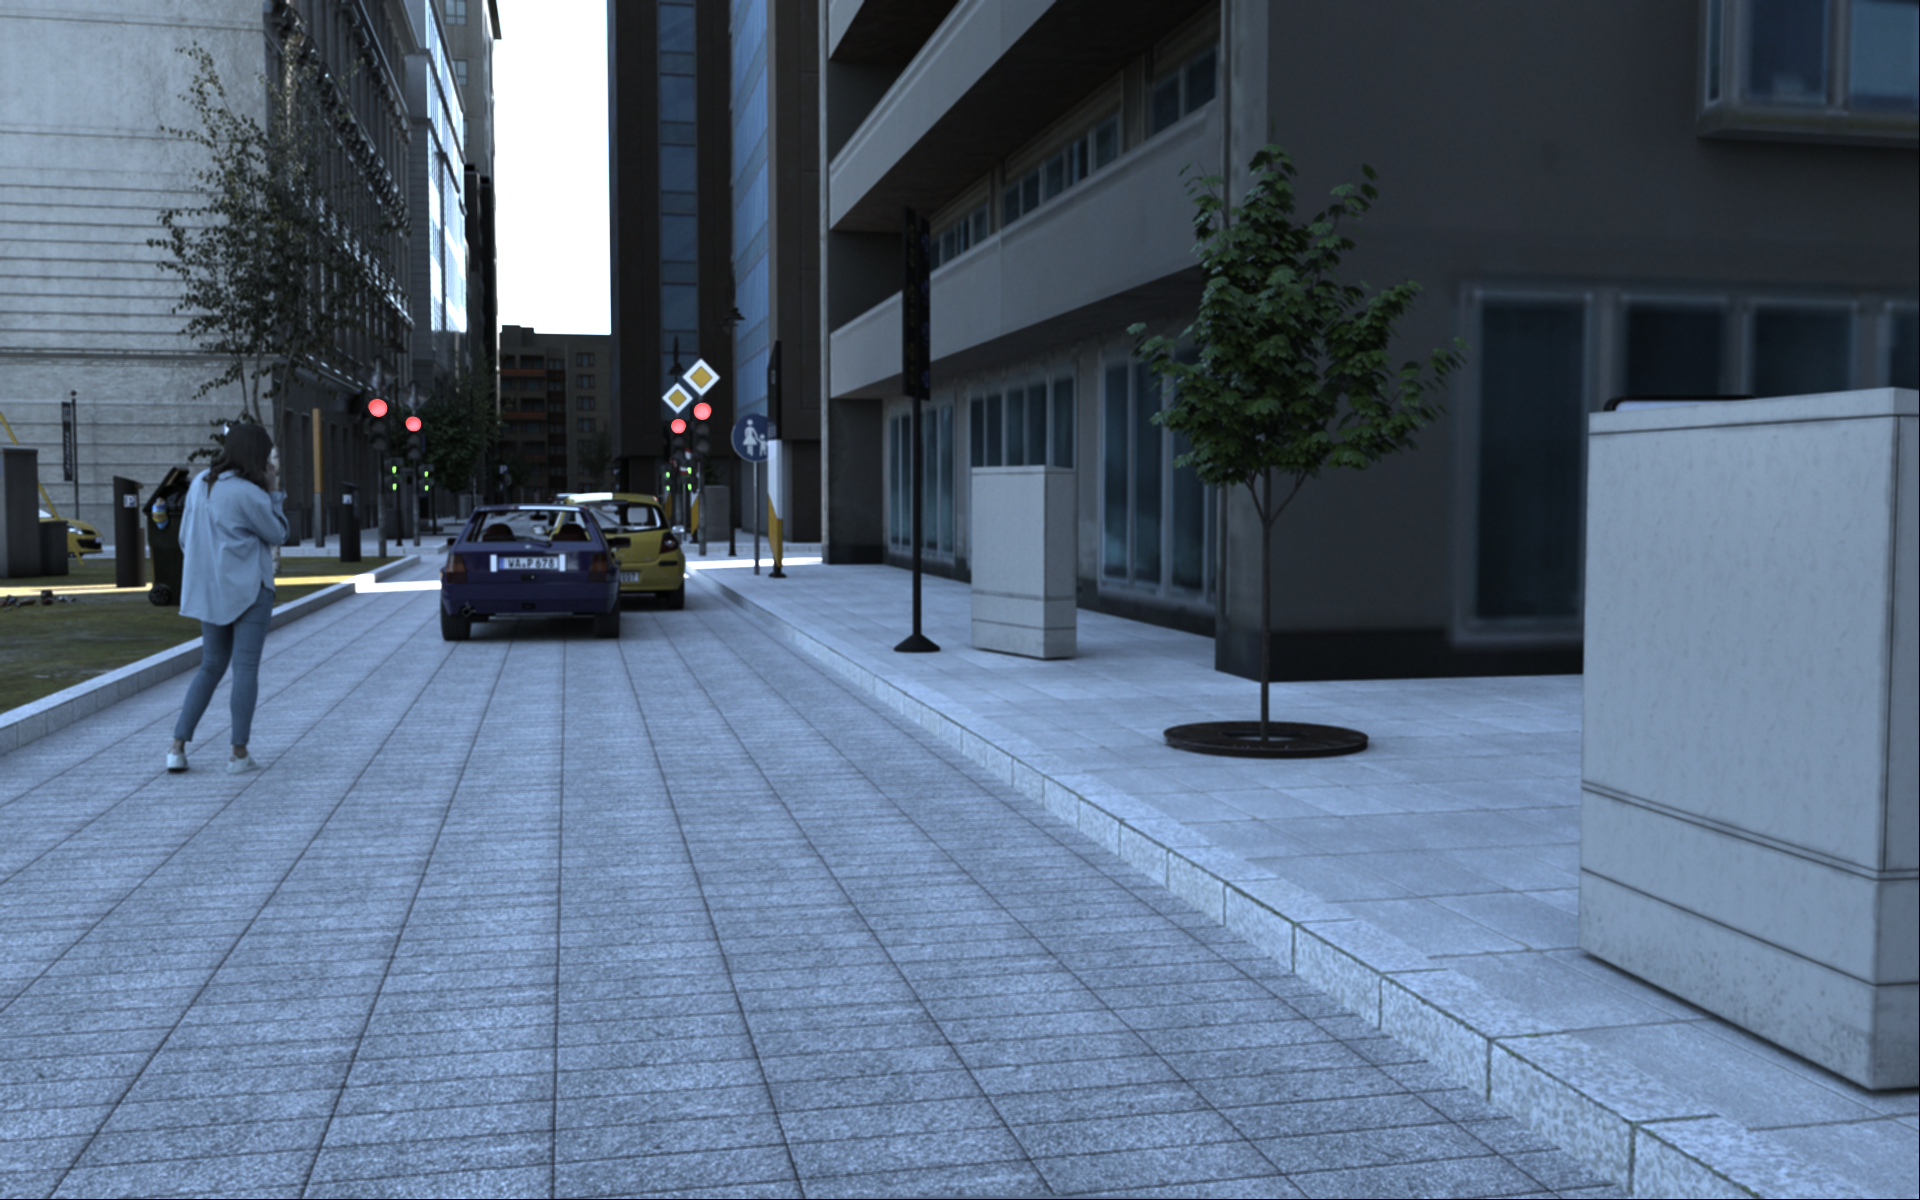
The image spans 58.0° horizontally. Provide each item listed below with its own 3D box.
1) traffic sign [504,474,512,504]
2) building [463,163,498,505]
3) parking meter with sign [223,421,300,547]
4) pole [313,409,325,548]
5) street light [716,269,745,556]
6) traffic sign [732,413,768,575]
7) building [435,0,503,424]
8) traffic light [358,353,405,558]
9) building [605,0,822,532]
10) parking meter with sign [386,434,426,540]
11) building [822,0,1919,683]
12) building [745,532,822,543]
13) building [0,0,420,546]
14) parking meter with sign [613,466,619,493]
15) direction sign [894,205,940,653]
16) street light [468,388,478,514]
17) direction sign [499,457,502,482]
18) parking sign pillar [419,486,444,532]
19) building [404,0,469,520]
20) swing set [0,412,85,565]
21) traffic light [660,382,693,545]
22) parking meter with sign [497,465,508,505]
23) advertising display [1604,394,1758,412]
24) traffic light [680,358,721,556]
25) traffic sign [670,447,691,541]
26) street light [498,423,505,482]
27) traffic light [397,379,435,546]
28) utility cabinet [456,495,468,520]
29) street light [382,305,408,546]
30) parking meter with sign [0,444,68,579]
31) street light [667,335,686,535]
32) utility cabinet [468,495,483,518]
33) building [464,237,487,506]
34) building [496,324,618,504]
[{"bbox_3d":[-29.075,-6.782,110.993,0.768,2.556,0.104,-1,4,-11],"label":"traffic sign"},{"bbox_3d":[-47.672,-23.108,149.515,14.160,30.474,14.107,-1,4,-13],"label":"building"},{"bbox_3d":[-16.851,-2.791,41.891,0.543,3.016,1.738,2,4,32],"label":"parking meter with sign"},{"bbox_3d":[-15.325,-2.908,41.382,0.158,3.312,0.155,0,3,0],"label":"pole"},{"bbox_3d":[-4.715,-3.848,35.704,0.468,5.910,1.993,-1,4,-13],"label":"street light"},{"bbox_3d":[-3.223,-1.671,27.425,0.768,2.556,0.104,0,4,-7],"label":"traffic sign"},{"bbox_3d":[-59.121,-35.491,169.518,27.495,52.752,28.713,-1,4,-13],"label":"building"},{"bbox_3d":[-11.528,-2.789,34.526,0.839,4.253,0.868,-1,4,-13],"label":"traffic light"},{"bbox_3d":[-7.193,-25.703,70.353,14.600,45.320,14.200,-1,4,-13],"label":"building"},{"bbox_3d":[-15.901,-3.254,49.468,0.543,3.016,1.738,1,4,11],"label":"parking meter with sign"},{"bbox_3d":[10.127,-24.413,22.859,21.300,48.544,21.600,-1,4,-13],"label":"building"},{"bbox_3d":[0.697,-24.574,51.900,14.200,45.320,14.600,-1,4,-13],"label":"building"},{"bbox_3d":[-29.741,-17.476,62.147,17.030,29.872,44.131,-1,4,-13],"label":"building"},{"bbox_3d":[-21.302,-6.816,107.709,0.543,3.016,1.738,-1,4,-12],"label":"parking meter with sign"},{"bbox_3d":[-0.352,-1.351,14.083,0.379,3.537,0.876,1,4,11],"label":"direction sign"},{"bbox_3d":[-21.280,-6.286,75.558,0.468,5.910,1.993,-1,4,-13],"label":"street light"},{"bbox_3d":[-28.190,-6.992,106.311,0.379,3.537,0.876,-1,4,-23],"label":"direction sign"},{"bbox_3d":[-18.308,-4.299,58.769,1.447,3.967,1.447,-1,4,-21],"label":"parking sign pillar"},{"bbox_3d":[-34.702,-19.655,98.859,11.434,29.767,29.804,-1,4,-13],"label":"building"},{"bbox_3d":[-17.837,-2.073,31.517,2.862,2.851,3.119,-3,4,-37],"label":"swing set"},{"bbox_3d":[-7.134,-3.351,43.717,0.839,4.253,0.868,-1,4,-13],"label":"traffic light"},{"bbox_3d":[-27.605,-6.614,104.396,0.543,3.016,1.738,-1,4,-22],"label":"parking meter with sign"},{"bbox_3d":[4.706,-0.374,11.335,0.974,1.923,0.123,0,4,3],"label":"advertising display"},{"bbox_3d":[-5.375,-2.875,35.927,0.839,4.253,0.868,-1,4,-13],"label":"traffic light"},{"bbox_3d":[-7.499,-2.878,47.162,0.768,2.556,0.104,0,4,-7],"label":"traffic sign"},{"bbox_3d":[-28.680,-8.296,108.421,0.468,5.910,1.993,-1,4,-13],"label":"street light"},{"bbox_3d":[-13.287,-3.266,42.316,0.839,4.253,0.868,-1,4,-13],"label":"traffic light"},{"bbox_3d":[-25.195,-4.662,87.386,0.306,1.237,1.020,-2,4,-26],"label":"utility cabinet"},{"bbox_3d":[-13.799,-4.261,42.452,0.468,5.910,1.993,-1,4,-13],"label":"street light"},{"bbox_3d":[-14.485,-1.849,26.499,0.543,3.016,1.738,1,4,15],"label":"parking meter with sign"},{"bbox_3d":[-8.255,-4.751,50.468,0.468,5.910,1.993,-1,4,-13],"label":"street light"},{"bbox_3d":[-25.726,-4.916,91.531,1.020,1.237,0.306,1,4,12],"label":"utility cabinet"},{"bbox_3d":[-49.642,-17.214,126.484,27.650,21.520,28.899,-1,4,-13],"label":"building"},{"bbox_3d":[-53.713,-22.425,211.685,28.899,21.520,27.650,-1,4,-13],"label":"building"}]
